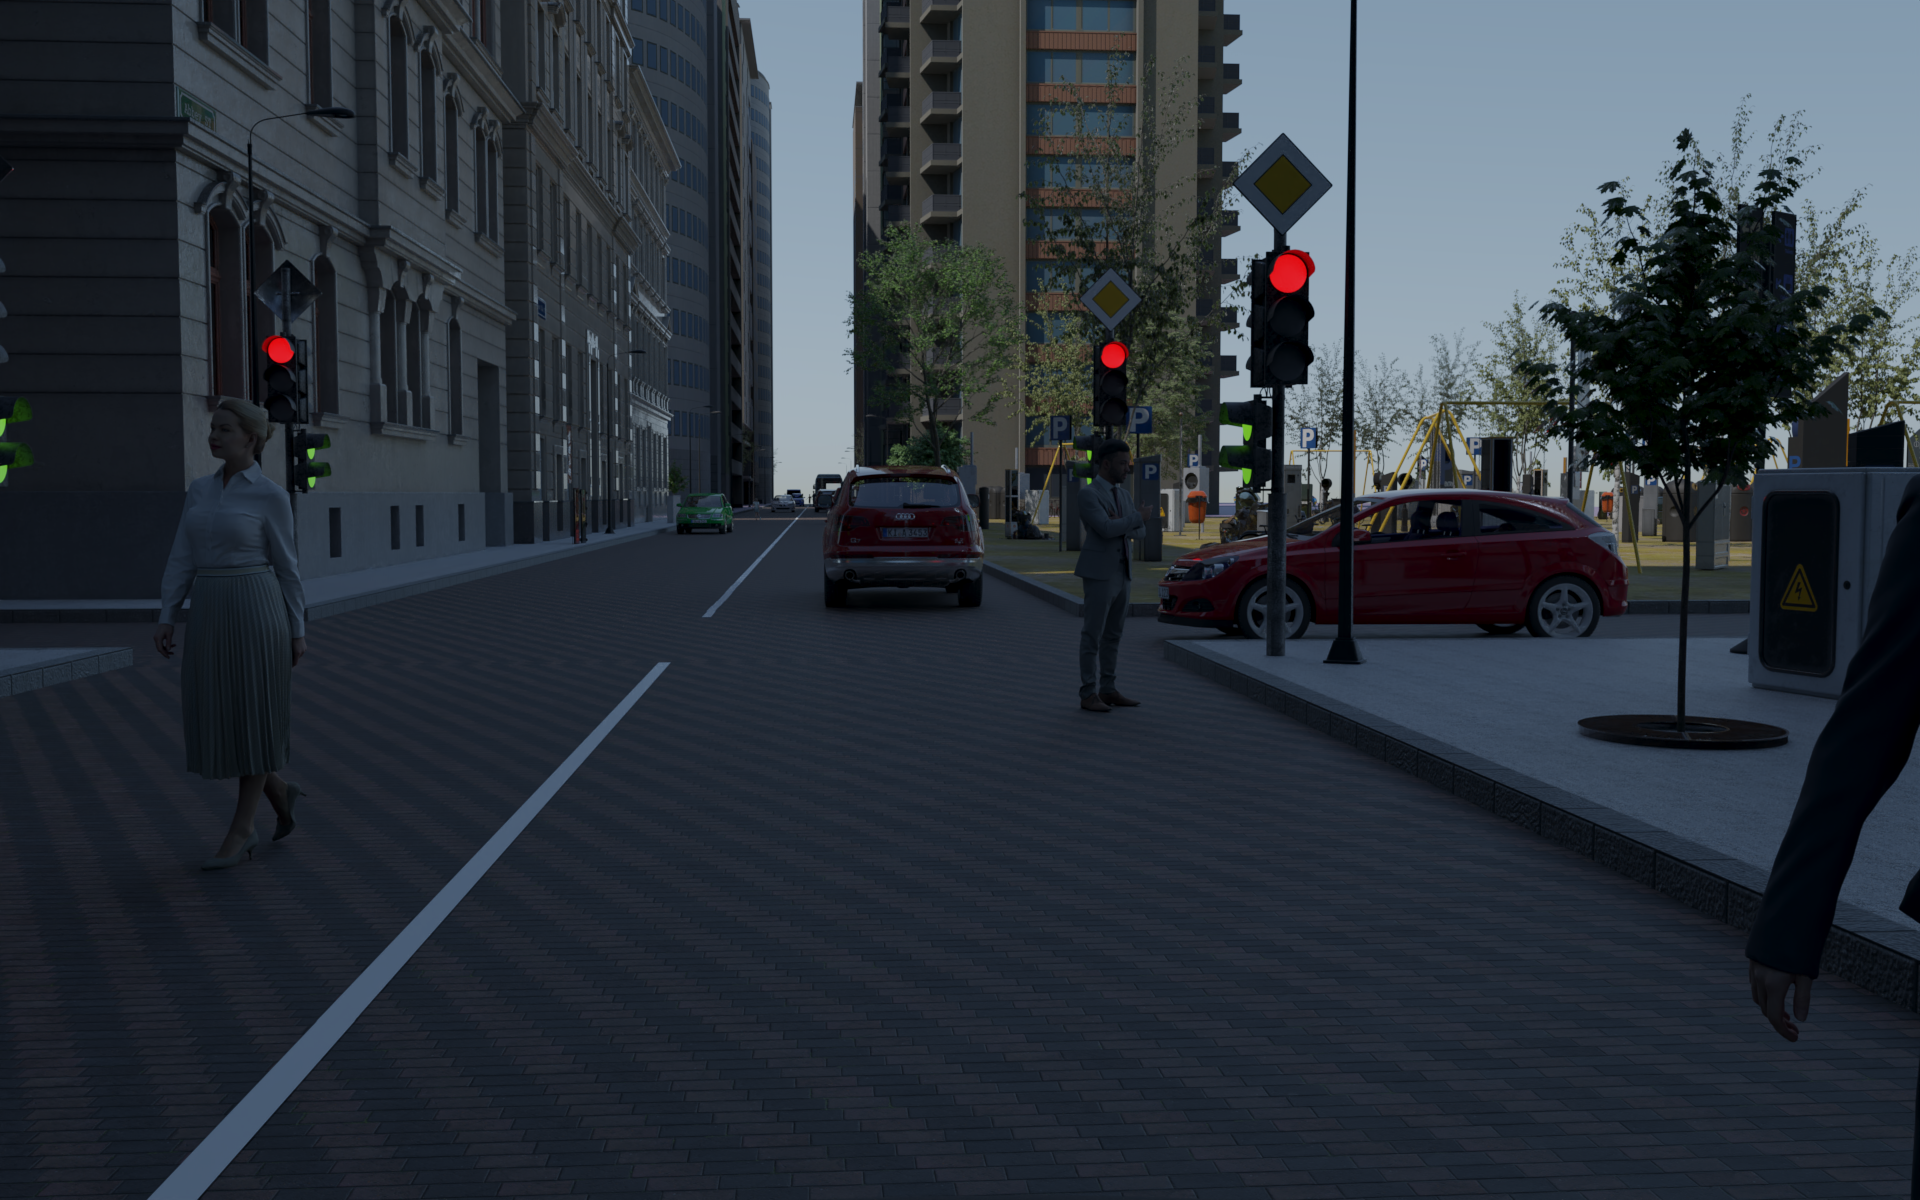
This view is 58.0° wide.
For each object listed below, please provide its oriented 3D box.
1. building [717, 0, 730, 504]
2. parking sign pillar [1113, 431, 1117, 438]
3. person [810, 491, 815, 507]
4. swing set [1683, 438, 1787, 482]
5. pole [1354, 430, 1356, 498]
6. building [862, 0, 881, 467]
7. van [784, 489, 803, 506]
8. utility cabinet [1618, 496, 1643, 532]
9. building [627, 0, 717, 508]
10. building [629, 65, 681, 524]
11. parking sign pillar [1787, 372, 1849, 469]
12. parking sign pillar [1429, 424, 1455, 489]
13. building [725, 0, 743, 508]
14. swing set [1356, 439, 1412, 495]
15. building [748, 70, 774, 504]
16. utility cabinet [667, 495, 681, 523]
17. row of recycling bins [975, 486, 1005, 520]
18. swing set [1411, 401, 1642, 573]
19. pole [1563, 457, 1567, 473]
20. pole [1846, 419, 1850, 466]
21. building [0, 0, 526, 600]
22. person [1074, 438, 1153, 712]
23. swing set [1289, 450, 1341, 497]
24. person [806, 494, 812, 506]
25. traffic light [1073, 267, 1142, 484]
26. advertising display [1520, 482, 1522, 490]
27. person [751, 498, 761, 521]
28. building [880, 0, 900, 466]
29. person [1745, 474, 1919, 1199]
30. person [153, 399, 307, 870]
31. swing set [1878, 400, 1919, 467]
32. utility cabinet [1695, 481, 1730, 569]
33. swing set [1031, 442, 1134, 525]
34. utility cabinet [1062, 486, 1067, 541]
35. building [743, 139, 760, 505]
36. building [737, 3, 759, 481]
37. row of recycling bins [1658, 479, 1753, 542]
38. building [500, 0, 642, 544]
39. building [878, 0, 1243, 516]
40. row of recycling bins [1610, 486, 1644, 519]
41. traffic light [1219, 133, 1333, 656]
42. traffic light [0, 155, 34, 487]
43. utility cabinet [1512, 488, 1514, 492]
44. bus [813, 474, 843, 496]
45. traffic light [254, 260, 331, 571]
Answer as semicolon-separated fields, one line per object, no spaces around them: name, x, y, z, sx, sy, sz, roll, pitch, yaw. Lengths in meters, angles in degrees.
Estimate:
building;-24.960;-27.340;130.600;14.154;41.232;14.086;0;4;-5
parking sign pillar;6.141;-5.204;73.553;1.447;3.967;1.447;-3;4;-37
person;-16.327;-11.278;192.981;0.705;1.814;1.350;1;4;20
swing set;22.637;-3.202;49.969;2.862;2.851;3.119;0;4;-5
pole;12.576;-3.772;55.523;0.158;3.312;0.155;0;3;0
building;1.652;-37.676;157.995;21.231;58.520;28.212;0;4;-5
van;-19.868;-12.396;207.060;2.240;2.365;5.245;0;4;-6
utility cabinet;22.957;-2.927;59.024;1.020;1.237;0.306;-1;4;-14
building;-26.481;-34.610;107.880;21.231;58.520;28.212;0;4;-5
building;-19.237;-14.820;78.459;11.583;22.565;21.152;0;4;-5
parking sign pillar;18.900;-3.042;38.205;1.447;3.967;1.447;-1;4;-21
parking sign pillar;18.584;-4.787;66.735;1.447;3.967;1.447;3;5;44
building;-29.938;-32.085;148.285;21.300;48.544;21.600;0;4;-5
swing set;9.183;-2.197;33.538;2.862;2.851;3.119;1;4;9
building;-36.164;-42.288;233.411;21.231;58.520;28.212;0;4;-5
utility cabinet;-12.689;-4.013;76.770;0.306;1.237;1.020;1;4;10
row of recycling bins;1.810;-4.981;88.558;1.069;1.692;3.534;-2;4;-27
swing set;9.656;-1.936;29.274;3.119;2.851;2.862;0;4;-3
pole;33.440;-6.235;95.778;0.158;3.312;0.155;0;3;0
pole;23.934;-3.242;46.846;0.158;3.312;0.155;0;3;0
building;-16.457;-14.891;30.865;14.401;28.519;23.554;0;4;-5
person;1.035;-0.173;11.513;0.466;1.800;0.511;2;4;27
swing set;13.322;-3.919;61.703;3.119;2.851;2.862;0;4;-2
person;-17.824;-11.824;205.088;1.065;1.426;0.557;3;5;44
traffic light;1.844;-1.999;21.611;0.839;4.253;0.868;0;4;-5
advertising display;29.280;-5.187;90.027;0.123;1.923;0.974;0;4;-1
person;-10.999;-4.884;93.368;0.505;1.210;0.382;-1;4;-22
building;0.710;-27.678;136.132;14.154;41.232;14.086;0;4;-5
person;1.291;0.420;2.060;0.576;1.772;0.534;-1;4;-16
person;-2.820;0.115;6.846;0.478;1.798;0.641;1;4;20
swing set;17.042;-1.936;29.278;3.119;2.851;2.862;-1;4;-12
utility cabinet;12.846;-1.274;29.509;0.318;1.500;1.173;2;4;35
swing set;3.949;-3.360;52.557;2.862;2.851;3.119;-3;4;-38
utility cabinet;3.308;-2.301;46.295;1.173;1.500;0.318;1;4;15
building;-32.063;-34.419;212.867;14.600;45.320;14.200;0;4;-5
building;-36.854;-36.806;191.023;28.713;52.752;27.495;0;4;-5
row of recycling bins;20.531;-2.422;46.709;3.534;1.692;1.069;-1;4;-15
building;-17.539;-15.781;55.291;12.463;27.353;25.104;0;4;-5
building;5.909;-28.106;114.154;22.147;44.769;28.867;0;4;-5
row of recycling bins;34.764;-4.930;87.717;3.534;1.692;1.069;2;4;32
traffic light;2.490;-1.513;13.652;0.839;4.253;0.868;0;4;-5
traffic light;-7.387;-1.463;12.837;0.839;4.253;0.868;0;4;-5
utility cabinet;20.781;-3.570;67.054;1.173;1.500;0.318;0;4;7
bus;-12.514;-10.386;164.672;2.948;3.499;13.247;0;4;-5
traffic light;-8.033;-1.950;20.796;0.839;4.253;0.868;0;4;-5
